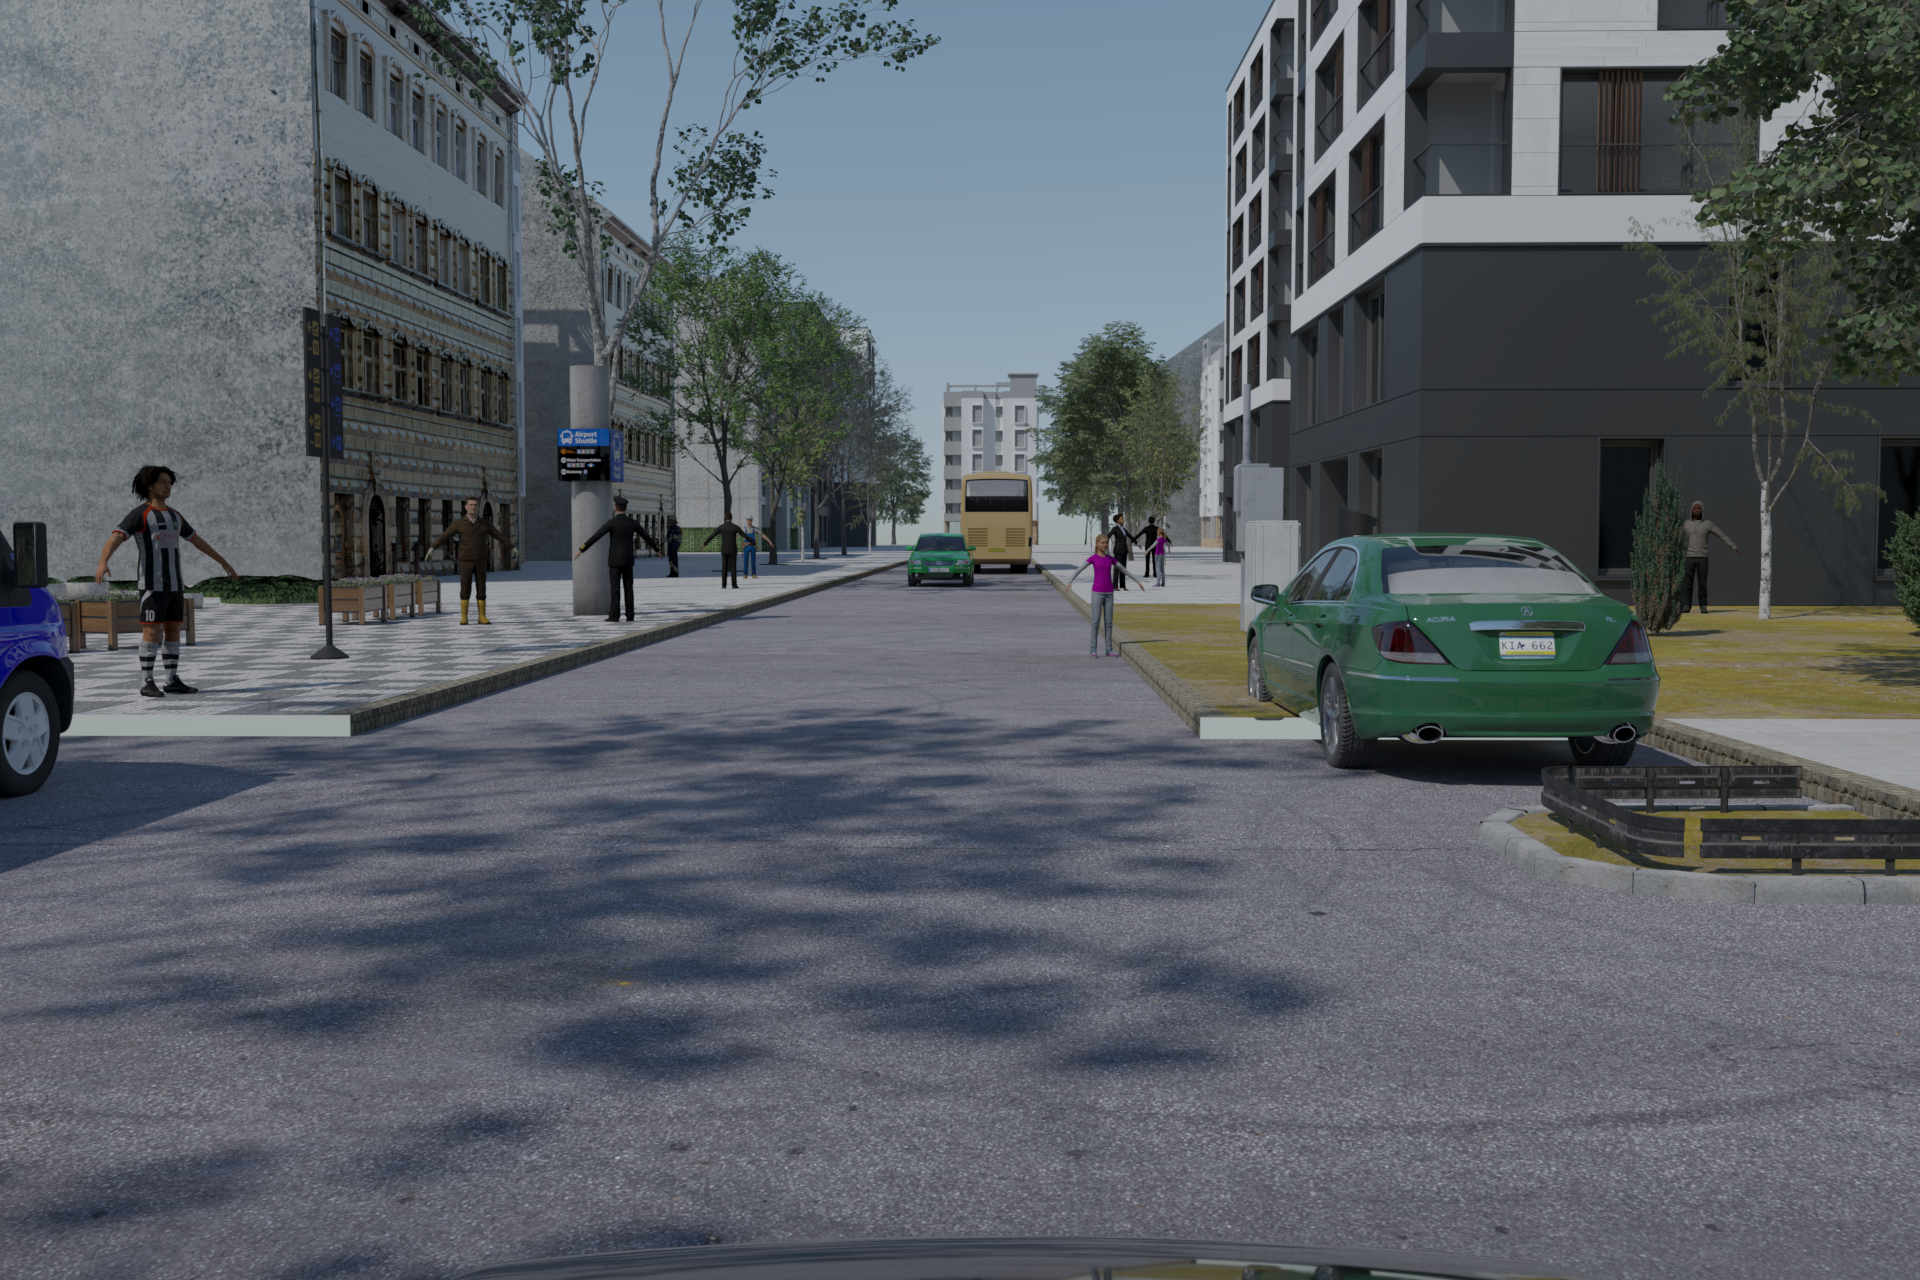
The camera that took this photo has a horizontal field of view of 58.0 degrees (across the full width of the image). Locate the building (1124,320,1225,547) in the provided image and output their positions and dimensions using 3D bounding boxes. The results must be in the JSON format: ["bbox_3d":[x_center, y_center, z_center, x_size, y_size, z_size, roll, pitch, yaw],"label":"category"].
[{"bbox_3d":[27.456,-21.534,183.005,19.493,23.208,18.063,0,4,1],"label":"building"}]

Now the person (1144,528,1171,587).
[{"bbox_3d":[4.817,-2.007,42.075,0.599,1.433,0.991,3,5,44],"label":"person"}]

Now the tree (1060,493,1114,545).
[{"bbox_3d":[15.553,-16.831,209.592,7.601,10.594,8.767,0,4,6],"label":"tree"}]

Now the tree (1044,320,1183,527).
[{"bbox_3d":[8.216,-10.677,92.693,7.486,12.596,7.792,0,3,0],"label":"tree"}]

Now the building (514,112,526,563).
[{"bbox_3d":[-24.586,-12.674,63.638,16.016,20.090,11.380,0,4,2],"label":"building"}]

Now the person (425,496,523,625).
[{"bbox_3d":[-6.894,-1.126,24.540,1.346,1.812,0.704,-2,4,-25],"label":"person"}]

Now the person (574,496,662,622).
[{"bbox_3d":[-4.958,-1.184,25.299,1.347,1.837,0.705,-2,4,-31],"label":"person"}]

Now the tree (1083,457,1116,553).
[{"bbox_3d":[8.997,-10.248,117.922,4.737,8.622,4.395,0,3,0],"label":"tree"}]

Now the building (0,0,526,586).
[{"bbox_3d":[-24.896,-13.493,51.541,19.493,23.208,18.063,0,4,1],"label":"building"}]

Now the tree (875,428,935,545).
[{"bbox_3d":[-7.776,-18.289,205.682,9.857,13.997,8.962,0,3,0],"label":"tree"}]

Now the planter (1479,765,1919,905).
[{"bbox_3d":[3.409,0.823,7.689,1.991,0.319,1.994,0,4,2],"label":"planter"}]

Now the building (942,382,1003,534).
[{"bbox_3d":[-1.799,-21.396,208.702,11.380,20.090,16.016,1,4,8],"label":"building"}]

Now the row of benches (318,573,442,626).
[{"bbox_3d":[-8.705,-0.651,26.101,1.422,0.672,4.104,0,4,-1],"label":"row of benches"}]

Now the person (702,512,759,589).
[{"bbox_3d":[-5.411,-2.106,40.653,1.346,1.802,0.704,0,4,3],"label":"person"}]

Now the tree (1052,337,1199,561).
[{"bbox_3d":[7.831,-9.052,82.412,7.601,10.594,8.767,1,4,10],"label":"tree"}]

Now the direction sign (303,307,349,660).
[{"bbox_3d":[-6.501,-1.576,17.759,0.379,3.537,0.876,0,4,2],"label":"direction sign"}]

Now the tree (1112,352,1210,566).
[{"bbox_3d":[8.314,-7.325,70.122,4.360,8.622,3.978,0,3,0],"label":"tree"}]

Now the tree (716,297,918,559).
[{"bbox_3d":[-7.258,-10.922,88.944,12.009,13.543,11.850,0,3,0],"label":"tree"}]

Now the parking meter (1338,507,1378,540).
[{"bbox_3d":[3.791,-0.498,16.546,0.372,1.533,0.369,0,3,0],"label":"parking meter"}]

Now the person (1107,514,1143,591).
[{"bbox_3d":[3.664,-1.973,38.984,1.216,1.740,0.721,-3,5,-43],"label":"person"}]

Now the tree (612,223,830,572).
[{"bbox_3d":[-8.000,-8.135,58.760,9.928,11.665,9.643,0,3,0],"label":"tree"}]

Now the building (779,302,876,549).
[{"bbox_3d":[-23.094,-19.879,169.004,27.936,21.610,32.646,0,4,1],"label":"building"}]

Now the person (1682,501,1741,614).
[{"bbox_3d":[11.905,-1.338,28.008,1.348,1.813,0.705,2,4,30],"label":"person"}]

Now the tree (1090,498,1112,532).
[{"bbox_3d":[16.839,-15.455,203.051,4.360,8.622,3.978,0,3,0],"label":"tree"}]

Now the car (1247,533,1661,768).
[{"bbox_3d":[3.180,-0.013,12.016,2.131,1.459,4.920,0,3,0],"label":"car"}]

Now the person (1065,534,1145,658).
[{"bbox_3d":[1.668,-0.507,20.012,0.991,1.433,0.599,-1,4,-19],"label":"person"}]

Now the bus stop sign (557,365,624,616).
[{"bbox_3d":[-5.817,-2.344,27.333,0.837,3.901,0.837,0,4,3],"label":"bus stop sign"}]

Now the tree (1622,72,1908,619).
[{"bbox_3d":[12.267,-4.629,26.053,4.360,8.622,3.978,0,3,0],"label":"tree"}]

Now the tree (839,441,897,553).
[{"bbox_3d":[-5.963,-10.063,114.889,4.360,8.622,3.978,0,3,0],"label":"tree"}]

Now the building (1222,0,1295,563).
[{"bbox_3d":[26.190,-14.561,82.052,27.936,21.610,32.646,0,4,1],"label":"building"}]

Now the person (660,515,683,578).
[{"bbox_3d":[-8.494,-2.776,51.159,0.705,1.856,1.354,-2,4,-33],"label":"person"}]

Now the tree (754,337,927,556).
[{"bbox_3d":[-7.080,-11.805,103.386,12.009,13.543,11.850,0,3,0],"label":"tree"}]

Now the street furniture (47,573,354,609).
[{"bbox_3d":[-14.650,-0.949,31.143,5.734,0.657,10.072,2,4,24],"label":"street furniture"}]

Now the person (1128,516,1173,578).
[{"bbox_3d":[5.615,-2.737,50.932,1.347,1.806,0.705,0,4,-7],"label":"person"}]

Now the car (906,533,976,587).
[{"bbox_3d":[-0.514,-2.434,48.599,1.959,1.807,4.718,0,4,1],"label":"car"}]

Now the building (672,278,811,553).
[{"bbox_3d":[-21.899,-16.458,135.539,16.747,18.905,31.486,0,4,2],"label":"building"}]

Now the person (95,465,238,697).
[{"bbox_3d":[-6.332,-0.466,13.755,0.704,1.843,1.345,1,4,23],"label":"person"}]

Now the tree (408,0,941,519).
[{"bbox_3d":[-7.197,-11.249,39.809,12.611,20.169,13.585,0,3,0],"label":"tree"}]

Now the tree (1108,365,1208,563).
[{"bbox_3d":[8.649,-7.646,75.378,4.737,8.622,4.395,0,3,0],"label":"tree"}]

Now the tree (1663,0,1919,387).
[{"bbox_3d":[9.030,-6.405,11.382,9.857,13.997,8.962,0,3,0],"label":"tree"}]

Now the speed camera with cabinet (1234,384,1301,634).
[{"bbox_3d":[3.949,-1.707,22.252,0.660,3.252,2.038,0,4,2],"label":"speed camera with cabinet"}]

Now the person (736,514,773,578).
[{"bbox_3d":[-6.079,-2.706,50.099,1.347,1.847,0.705,-1,4,-12],"label":"person"}]

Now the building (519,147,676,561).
[{"bbox_3d":[-25.910,-15.902,90.919,19.493,23.208,18.063,0,4,1],"label":"building"}]

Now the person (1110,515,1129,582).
[{"bbox_3d":[4.208,-2.441,46.104,0.705,1.806,1.347,-1,4,-10],"label":"person"}]

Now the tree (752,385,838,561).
[{"bbox_3d":[-7.596,-7.985,80.913,4.737,8.622,4.395,0,3,0],"label":"tree"}]

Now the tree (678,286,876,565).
[{"bbox_3d":[-7.585,-8.918,71.568,9.928,11.665,9.643,0,3,0],"label":"tree"}]

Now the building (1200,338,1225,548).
[{"bbox_3d":[28.482,-19.036,167.650,16.016,20.090,11.380,0,4,1],"label":"building"}]

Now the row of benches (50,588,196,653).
[{"bbox_3d":[-10.067,-0.173,18.286,1.422,0.672,4.104,2,4,29],"label":"row of benches"}]

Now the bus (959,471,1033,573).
[{"bbox_3d":[1.344,-4.602,66.789,2.896,3.916,12.252,0,4,0],"label":"bus"}]

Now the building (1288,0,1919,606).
[{"bbox_3d":[22.474,-12.364,46.125,27.936,21.610,32.646,0,4,1],"label":"building"}]

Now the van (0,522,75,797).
[{"bbox_3d":[-6.065,-0.205,7.729,2.240,2.365,5.245,0,4,2],"label":"van"}]

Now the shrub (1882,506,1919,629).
[{"bbox_3d":[12.431,-1.049,21.568,1.690,2.028,1.600,0,3,0],"label":"shrub"}]

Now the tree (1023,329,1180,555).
[{"bbox_3d":[8.862,-12.246,106.877,9.857,13.997,8.962,0,3,0],"label":"tree"}]
